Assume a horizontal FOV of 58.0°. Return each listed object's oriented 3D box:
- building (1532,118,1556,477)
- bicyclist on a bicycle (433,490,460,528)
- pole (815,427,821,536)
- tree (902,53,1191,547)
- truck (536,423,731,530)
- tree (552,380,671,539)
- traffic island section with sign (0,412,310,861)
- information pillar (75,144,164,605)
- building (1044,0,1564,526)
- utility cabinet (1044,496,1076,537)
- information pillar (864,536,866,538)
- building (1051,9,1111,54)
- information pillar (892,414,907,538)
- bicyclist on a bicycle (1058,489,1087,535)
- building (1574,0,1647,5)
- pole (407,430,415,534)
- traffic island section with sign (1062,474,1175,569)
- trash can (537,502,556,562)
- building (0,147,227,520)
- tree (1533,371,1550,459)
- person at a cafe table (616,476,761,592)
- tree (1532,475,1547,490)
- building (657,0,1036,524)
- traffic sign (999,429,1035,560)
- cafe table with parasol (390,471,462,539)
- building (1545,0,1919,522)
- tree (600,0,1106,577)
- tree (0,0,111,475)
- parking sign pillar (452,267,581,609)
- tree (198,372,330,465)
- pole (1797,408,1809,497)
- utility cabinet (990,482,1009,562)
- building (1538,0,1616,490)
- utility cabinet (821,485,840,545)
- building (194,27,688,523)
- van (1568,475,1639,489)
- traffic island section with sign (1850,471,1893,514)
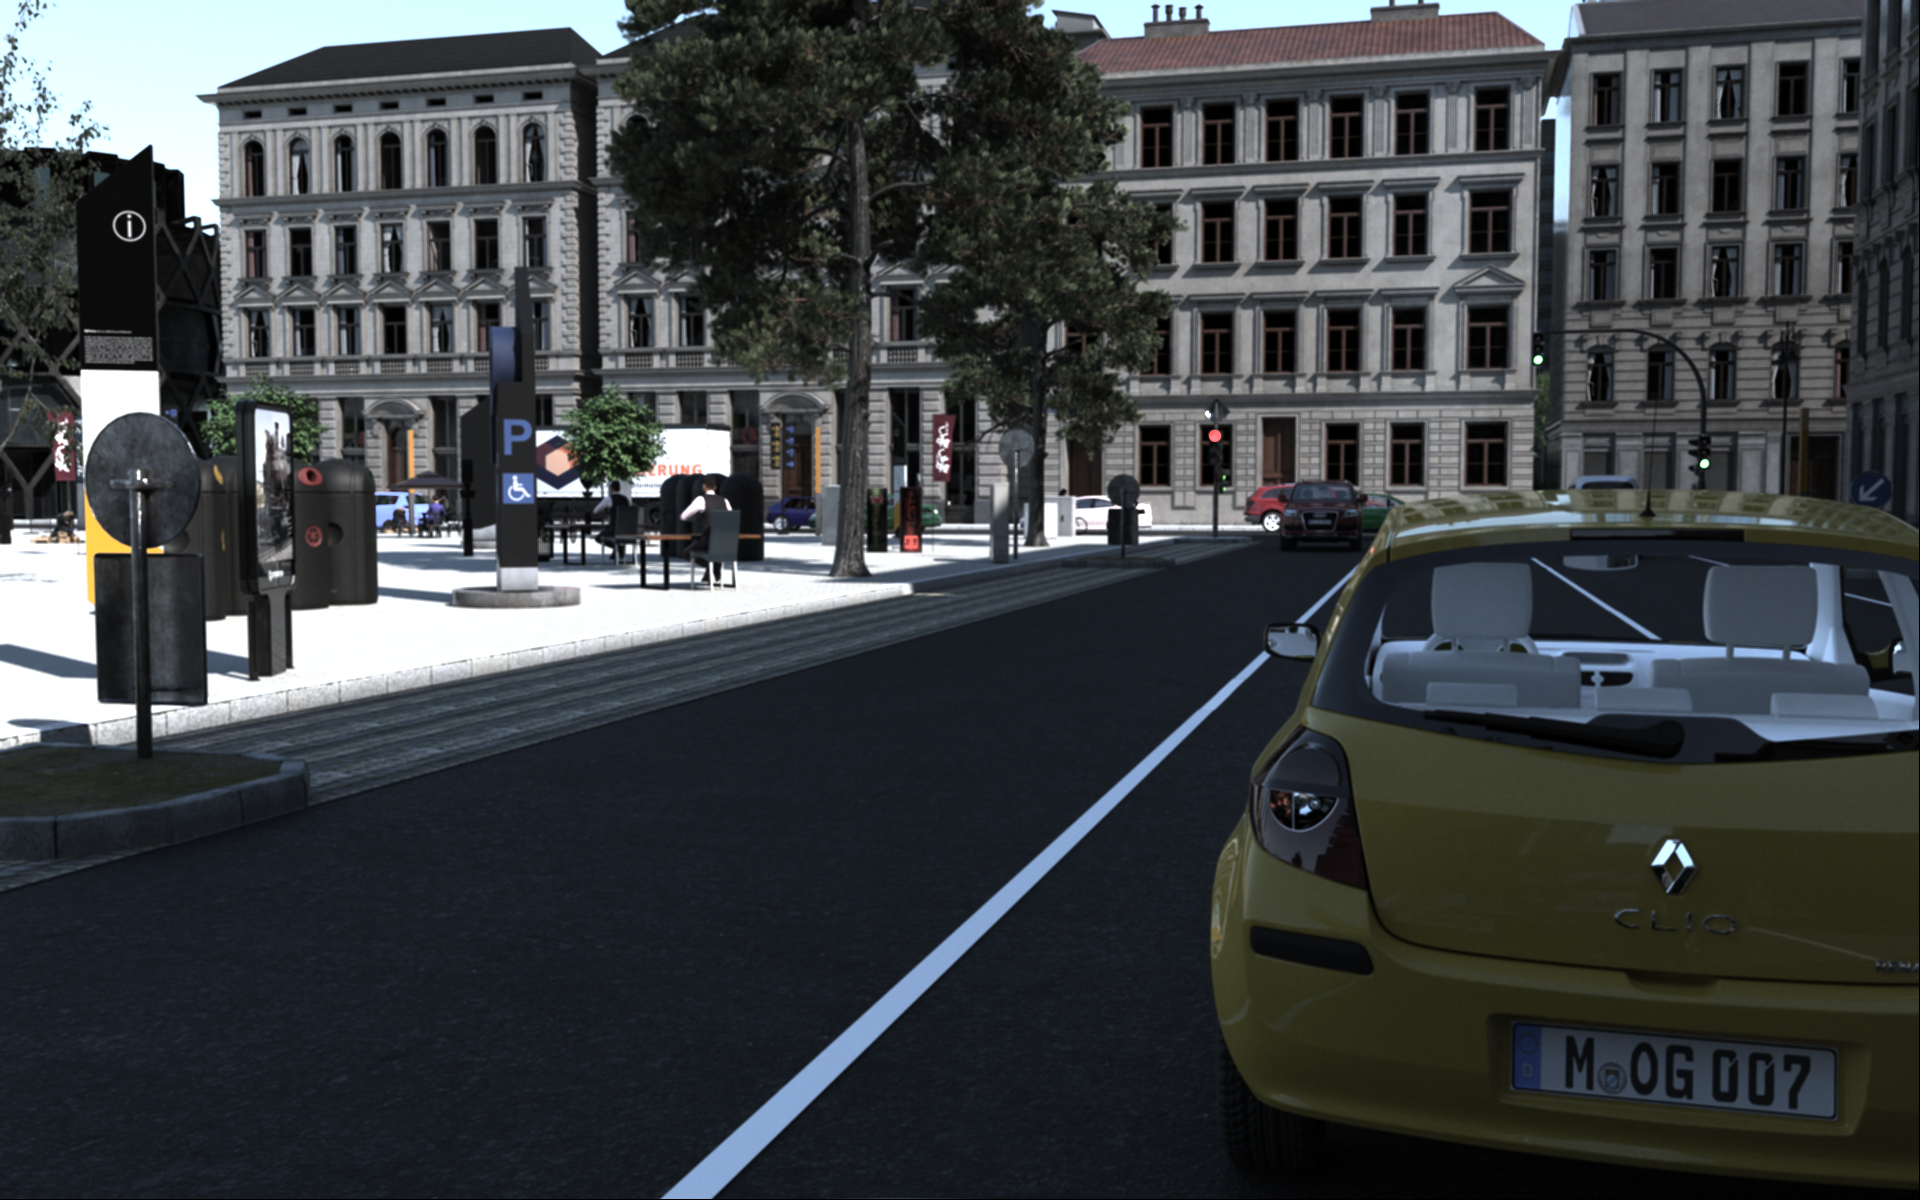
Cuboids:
[{"bbox_3d":[70.389,-30.973,190.005,14.154,41.232,14.086,1,4,15],"label":"building"},{"bbox_3d":[-22.018,-3.892,73.664,1.625,1.676,1.499,1,4,14],"label":"bicyclist on a bicycle"},{"bbox_3d":[-4.336,-3.613,52.911,0.158,3.312,0.155,0,3,0],"label":"pole"},{"bbox_3d":[1.915,-7.344,42.135,6.751,12.117,7.091,0,3,0],"label":"tree"},{"bbox_3d":[-15.099,-5.039,71.298,11.283,4.237,2.839,1,4,16],"label":"truck"},{"bbox_3d":[-10.078,-4.052,49.956,4.285,4.588,4.351,0,3,0],"label":"tree"},{"bbox_3d":[-4.059,0.058,7.672,1.989,1.847,2.006,1,4,15],"label":"traffic island section with sign"},{"bbox_3d":[-5.619,-1.241,11.642,0.504,3.616,0.183,-1,4,-17],"label":"information pillar"},{"bbox_3d":[14.192,-14.568,74.350,21.152,22.565,11.583,1,4,15],"label":"building"},{"bbox_3d":[3.000,-2.527,52.483,1.020,1.237,0.306,2,4,31],"label":"utility cabinet"},{"bbox_3d":[-3.021,-3.623,50.585,0.504,3.616,0.183,2,4,30],"label":"information pillar"},{"bbox_3d":[5.430,-37.342,199.788,27.495,52.752,28.713,1,4,15],"label":"building"},{"bbox_3d":[-1.748,-3.606,50.309,0.504,3.616,0.183,3,5,45],"label":"information pillar"},{"bbox_3d":[3.653,-3.078,60.343,1.625,1.676,1.499,1,4,15],"label":"bicyclist on a bicycle"},{"bbox_3d":[58.490,-28.318,146.599,14.154,41.232,14.086,1,4,15],"label":"building"},{"bbox_3d":[-17.432,-3.740,54.995,0.158,3.312,0.155,0,3,0],"label":"pole"},{"bbox_3d":[3.183,-1.554,34.040,1.989,1.847,2.006,1,4,15],"label":"traffic island section with sign"},{"bbox_3d":[-8.053,-1.304,32.978,0.748,1.137,0.748,0,3,0],"label":"trash can"},{"bbox_3d":[-47.938,-13.844,93.808,16.811,18.784,16.820,1,4,15],"label":"building"},{"bbox_3d":[46.820,-12.796,134.964,9.928,11.665,9.643,0,3,0],"label":"tree"},{"bbox_3d":[-3.525,-0.911,23.414,1.698,1.524,1.622,-3,4,-36],"label":"person at a cafe table"},{"bbox_3d":[53.755,-10.223,161.740,1.663,3.219,1.824,0,3,0],"label":"tree"},{"bbox_3d":[-5.889,-15.324,79.426,19.941,23.489,11.050,1,4,15],"label":"building"},{"bbox_3d":[1.090,-2.067,33.902,0.768,2.556,0.104,2,4,25],"label":"traffic sign"},{"bbox_3d":[-15.557,-2.805,50.723,2.610,1.966,2.610,2,4,30],"label":"cafe table with parasol"},{"bbox_3d":[32.950,-13.403,68.287,18.267,20.994,9.793,1,4,15],"label":"building"},{"bbox_3d":[-1.481,-7.282,26.479,7.806,13.903,7.818,0,3,0],"label":"tree"},{"bbox_3d":[-13.172,-4.463,23.336,4.360,8.622,3.978,0,3,0],"label":"tree"},{"bbox_3d":[-5.144,-1.928,19.996,1.447,3.967,1.447,-1,4,-17],"label":"parking sign pillar"},{"bbox_3d":[-18.798,-3.866,46.923,4.285,4.588,4.351,0,3,0],"label":"tree"},{"bbox_3d":[20.026,-2.894,41.162,0.158,3.312,0.155,0,3,0],"label":"pole"},{"bbox_3d":[0.727,-1.462,32.576,0.318,1.500,1.173,0,4,-2],"label":"utility cabinet"},{"bbox_3d":[68.740,-52.176,165.743,22.319,86.520,31.000,1,4,15],"label":"building"},{"bbox_3d":[-2.932,-2.075,42.606,0.318,1.500,1.173,-3,5,-43],"label":"utility cabinet"},{"bbox_3d":[-25.058,-15.660,84.914,19.941,23.489,11.050,1,4,15],"label":"building"},{"bbox_3d":[14.716,-2.012,39.910,2.013,2.044,4.112,1,4,15],"label":"van"},{"bbox_3d":[15.591,-1.322,30.235,1.989,1.847,2.006,1,4,15],"label":"traffic island section with sign"}]
